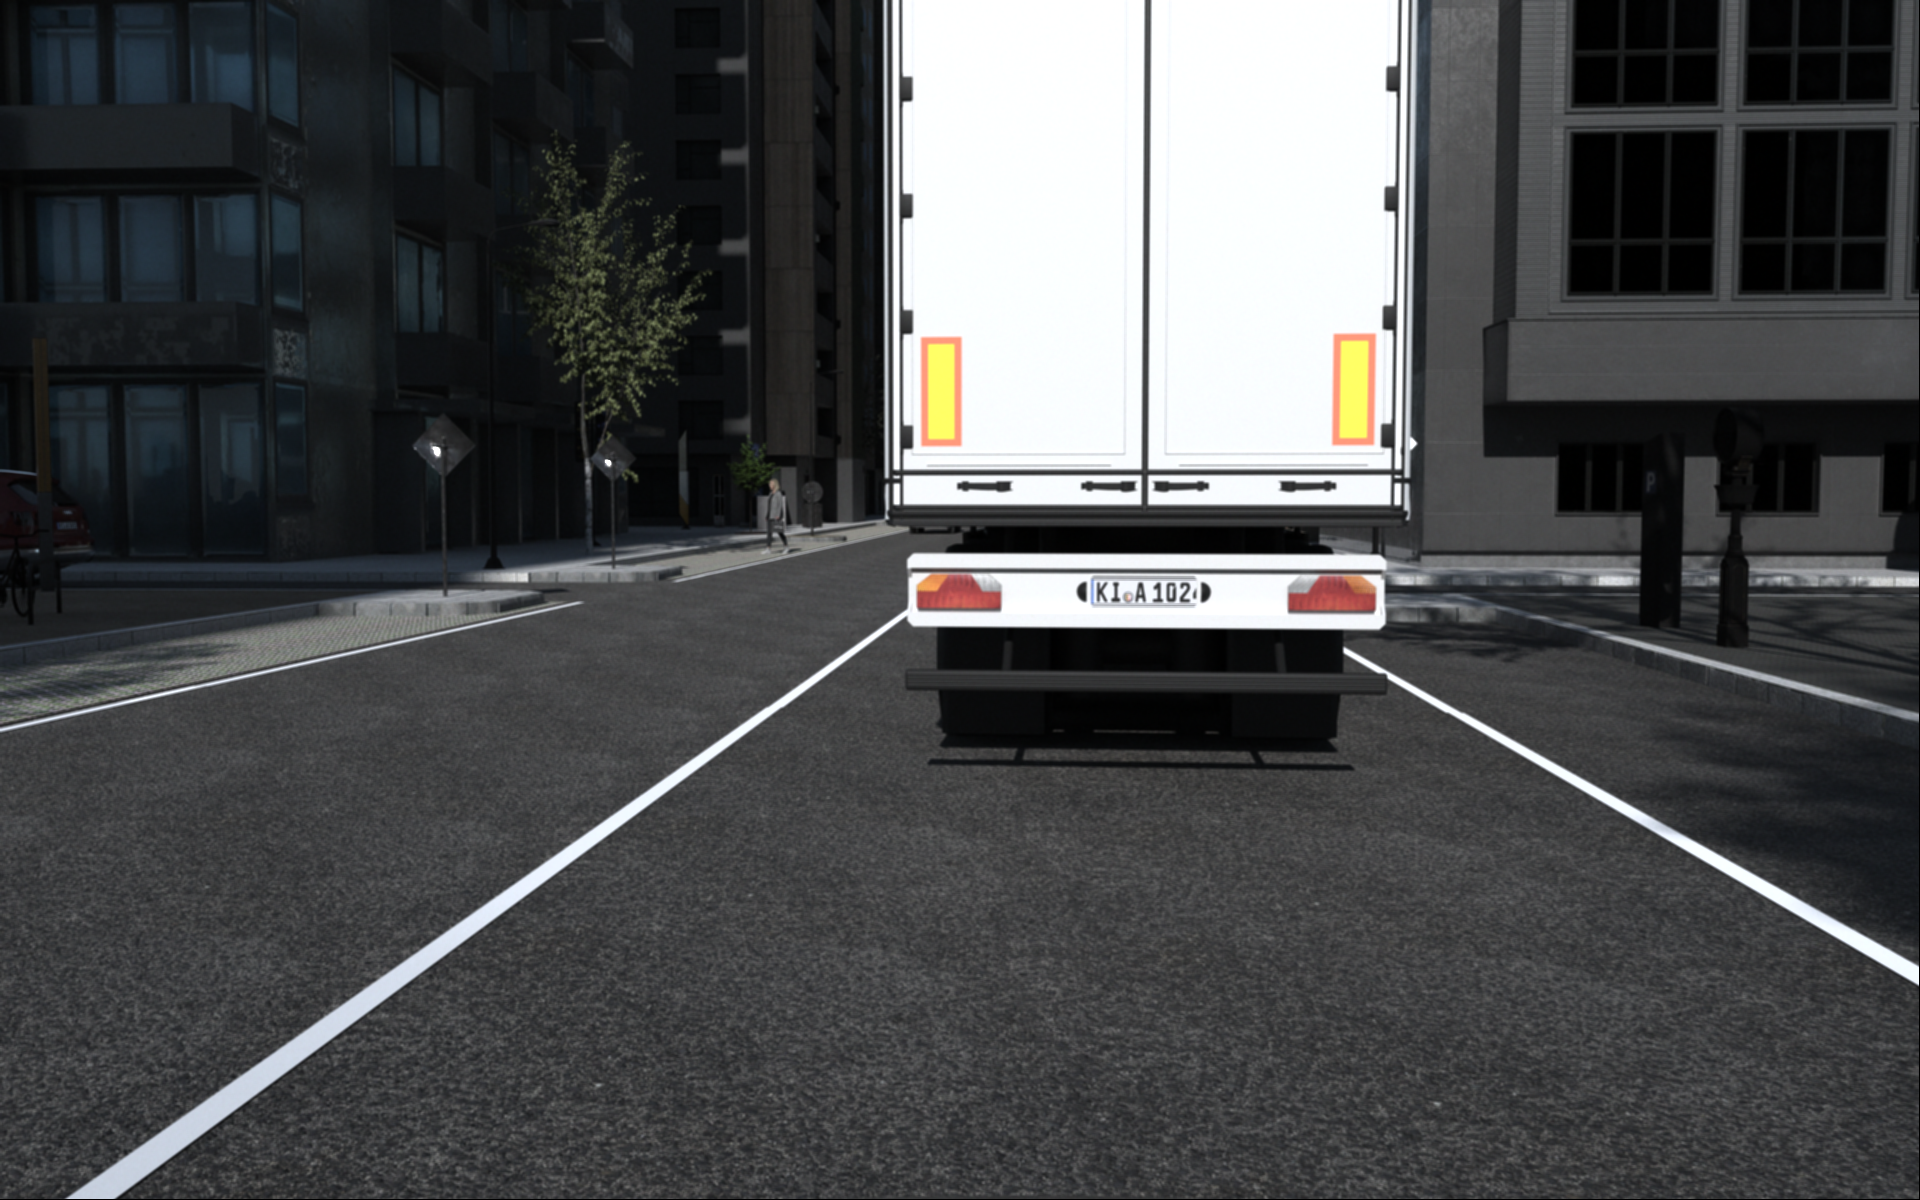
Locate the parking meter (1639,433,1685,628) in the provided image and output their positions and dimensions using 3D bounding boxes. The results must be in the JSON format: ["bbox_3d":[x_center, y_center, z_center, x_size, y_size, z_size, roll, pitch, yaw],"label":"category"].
[{"bbox_3d":[6.778,-0.674,16.733,0.255,1.863,0.399,0,4,-5],"label":"parking meter"}]

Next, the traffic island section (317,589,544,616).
[{"bbox_3d":[-6.453,0.039,21.645,2.009,0.180,2.903,0,4,4],"label":"traffic island section"}]

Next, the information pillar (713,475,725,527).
[{"bbox_3d":[-9.262,-3.796,66.561,0.304,2.012,0.304,2,4,25],"label":"information pillar"}]

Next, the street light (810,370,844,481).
[{"bbox_3d":[-5.054,-5.657,65.034,1.470,5.913,1.316,0,4,4],"label":"street light"}]

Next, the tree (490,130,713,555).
[{"bbox_3d":[-7.515,-5.237,35.985,4.737,8.622,4.395,0,3,0],"label":"tree"}]

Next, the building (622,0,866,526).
[{"bbox_3d":[-11.906,-18.506,74.275,14.160,30.474,14.107,0,4,4],"label":"building"}]

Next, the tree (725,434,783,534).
[{"bbox_3d":[-6.826,-3.735,55.661,1.663,3.219,1.824,0,3,0],"label":"tree"}]

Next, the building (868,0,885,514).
[{"bbox_3d":[-10.486,-26.188,111.771,14.154,41.232,14.086,0,4,4],"label":"building"}]

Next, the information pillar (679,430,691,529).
[{"bbox_3d":[-10.050,-4.387,63.082,0.504,3.616,0.183,3,5,45],"label":"information pillar"}]

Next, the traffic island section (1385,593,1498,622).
[{"bbox_3d":[5.115,0.084,20.903,2.009,0.180,2.903,0,4,4],"label":"traffic island section"}]

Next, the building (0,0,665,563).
[{"bbox_3d":[-21.411,-25.958,44.027,23.786,49.044,30.456,0,4,4],"label":"building"}]

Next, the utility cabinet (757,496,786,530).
[{"bbox_3d":[-6.759,-3.118,62.136,1.020,1.237,0.306,0,4,0],"label":"utility cabinet"}]

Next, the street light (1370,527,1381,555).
[{"bbox_3d":[7.290,-3.668,32.511,1.470,5.913,1.316,0,4,4],"label":"street light"}]

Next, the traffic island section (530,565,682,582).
[{"bbox_3d":[-5.943,-0.449,29.614,2.009,0.180,2.903,0,4,4],"label":"traffic island section"}]

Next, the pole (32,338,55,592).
[{"bbox_3d":[-12.050,-1.769,22.772,0.158,3.312,0.155,0,3,0],"label":"pole"}]

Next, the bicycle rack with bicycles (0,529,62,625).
[{"bbox_3d":[-10.306,-0.240,17.300,2.852,0.926,2.925,-1,4,-18],"label":"bicycle rack with bicycles"}]

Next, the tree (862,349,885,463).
[{"bbox_3d":[-5.113,-8.284,85.800,4.360,8.622,3.978,0,3,0],"label":"tree"}]

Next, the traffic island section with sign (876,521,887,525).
[{"bbox_3d":[-2.769,-4.327,79.374,1.989,1.847,2.006,0,4,4],"label":"traffic island section with sign"}]

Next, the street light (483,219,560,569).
[{"bbox_3d":[-7.450,-3.482,29.466,1.470,5.913,1.316,0,4,4],"label":"street light"}]

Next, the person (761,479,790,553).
[{"bbox_3d":[-4.387,-2.010,41.550,0.728,1.800,0.709,-3,4,-36],"label":"person"}]

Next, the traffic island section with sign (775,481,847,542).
[{"bbox_3d":[-4.483,-2.682,52.473,1.989,1.847,2.006,0,4,4],"label":"traffic island section with sign"}]

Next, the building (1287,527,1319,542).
[{"bbox_3d":[19.712,-15.753,62.081,19.350,26.468,34.151,0,4,4],"label":"building"}]

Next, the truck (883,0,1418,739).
[{"bbox_3d":[1.349,-1.504,13.510,2.839,4.237,11.283,0,4,5],"label":"truck"}]

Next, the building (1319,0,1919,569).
[{"bbox_3d":[23.227,-13.129,33.731,30.058,24.678,14.314,0,4,4],"label":"building"}]

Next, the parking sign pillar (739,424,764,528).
[{"bbox_3d":[-7.774,-4.766,66.400,1.447,3.967,1.447,-1,4,-10],"label":"parking sign pillar"}]

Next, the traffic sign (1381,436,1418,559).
[{"bbox_3d":[5.091,-1.051,20.827,0.795,2.450,0.064,0,4,4],"label":"traffic sign"}]

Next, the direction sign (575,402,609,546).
[{"bbox_3d":[-9.057,-3.101,42.699,0.876,3.537,0.379,-2,4,-35],"label":"direction sign"}]

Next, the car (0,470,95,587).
[{"bbox_3d":[-15.744,-1.043,25.721,5.304,1.827,2.281,0,4,2],"label":"car"}]

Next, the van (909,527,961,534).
[{"bbox_3d":[-0.899,-3.481,63.924,2.013,2.044,4.112,0,4,5],"label":"van"}]

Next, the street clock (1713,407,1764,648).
[{"bbox_3d":[6.495,-0.608,14.505,0.358,2.002,0.471,0,3,0],"label":"street clock"}]

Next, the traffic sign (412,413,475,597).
[{"bbox_3d":[-6.429,-1.097,21.582,0.795,2.450,0.064,0,4,4],"label":"traffic sign"}]

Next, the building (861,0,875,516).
[{"bbox_3d":[-12.444,-27.272,96.013,14.600,45.320,14.200,0,4,4],"label":"building"}]

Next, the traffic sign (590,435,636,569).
[{"bbox_3d":[-5.919,-1.585,29.551,0.795,2.450,0.064,0,4,4],"label":"traffic sign"}]
